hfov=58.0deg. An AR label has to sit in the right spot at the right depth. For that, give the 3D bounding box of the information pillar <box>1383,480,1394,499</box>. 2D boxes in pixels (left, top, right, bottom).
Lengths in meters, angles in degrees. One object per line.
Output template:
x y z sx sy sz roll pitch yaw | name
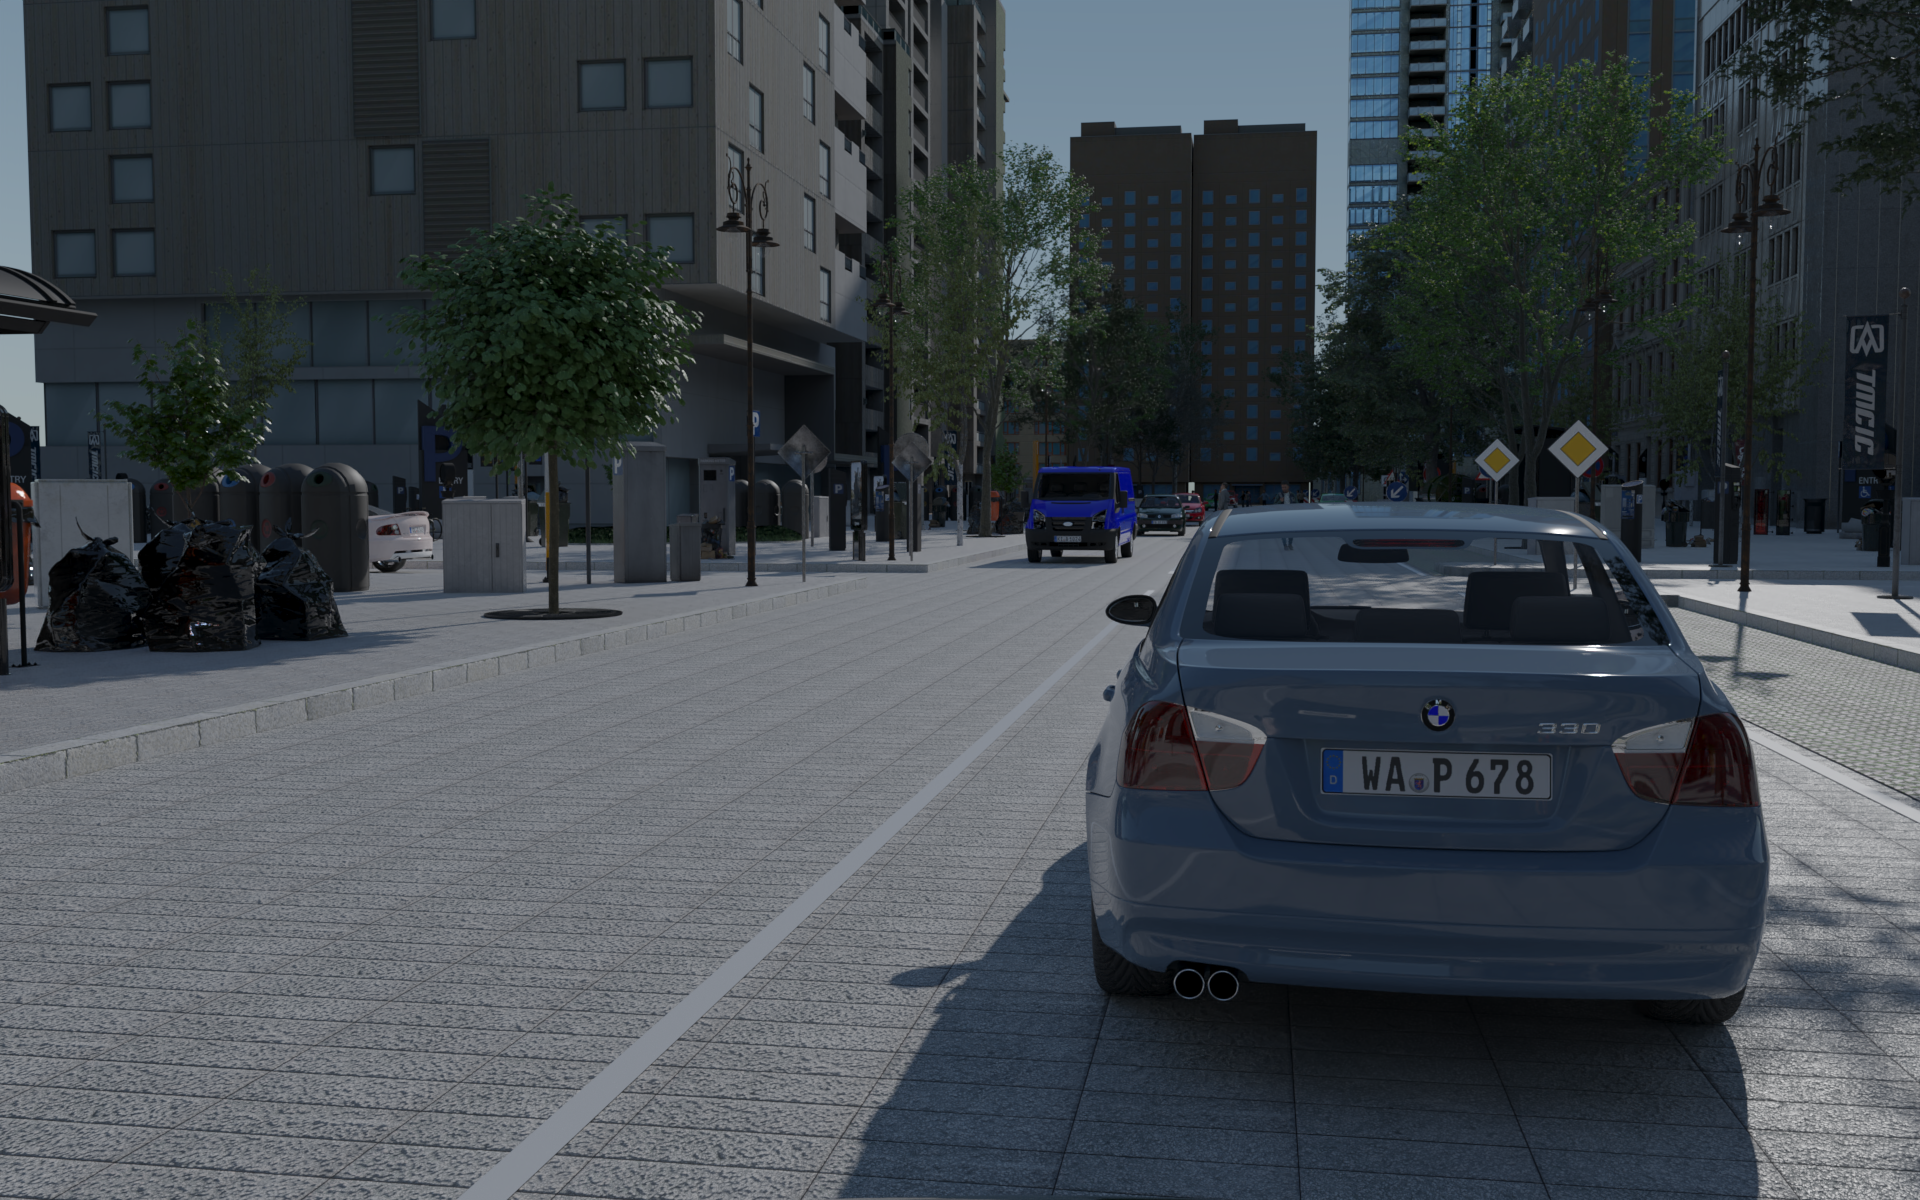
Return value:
22.408 -5.245 90.241 0.304 2.012 0.304 -1 4 -22 | information pillar

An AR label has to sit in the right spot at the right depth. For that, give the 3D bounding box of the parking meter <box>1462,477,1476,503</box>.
17.107 -3.215 58.269 0.399 1.863 0.255 3 4 36 | parking meter

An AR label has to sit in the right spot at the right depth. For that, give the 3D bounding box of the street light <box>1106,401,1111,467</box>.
6.903 -6.631 81.201 0.468 5.910 1.993 1 4 10 | street light

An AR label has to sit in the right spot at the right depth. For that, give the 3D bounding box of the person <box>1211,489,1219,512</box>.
20.303 -7.899 137.670 0.705 1.821 1.348 -1 4 -15 | person

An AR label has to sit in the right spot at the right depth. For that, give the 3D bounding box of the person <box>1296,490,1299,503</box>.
32.559 -9.697 167.053 0.705 1.823 1.348 1 4 9 | person

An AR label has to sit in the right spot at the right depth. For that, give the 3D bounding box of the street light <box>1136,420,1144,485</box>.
10.982 -8.098 105.184 0.468 5.910 1.993 1 4 10 | street light

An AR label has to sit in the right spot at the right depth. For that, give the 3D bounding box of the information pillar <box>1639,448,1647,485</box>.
34.969 -5.953 88.682 0.183 3.616 0.504 -1 4 -18 | information pillar

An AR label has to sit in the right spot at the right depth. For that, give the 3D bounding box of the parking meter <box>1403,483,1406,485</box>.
23.580 -5.313 92.579 0.255 1.863 0.399 -3 4 -36 | parking meter

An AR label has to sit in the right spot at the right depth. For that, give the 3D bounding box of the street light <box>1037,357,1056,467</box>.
2.840 -5.154 57.054 0.468 5.910 1.993 1 4 10 | street light

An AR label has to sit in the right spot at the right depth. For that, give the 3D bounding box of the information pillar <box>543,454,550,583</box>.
-5.954 -2.058 25.003 0.183 3.616 0.504 -1 4 -15 | information pillar

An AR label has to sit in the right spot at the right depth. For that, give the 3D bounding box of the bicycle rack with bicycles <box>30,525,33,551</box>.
-21.046 -1.560 38.888 2.852 0.926 2.925 0 4 -4 | bicycle rack with bicycles

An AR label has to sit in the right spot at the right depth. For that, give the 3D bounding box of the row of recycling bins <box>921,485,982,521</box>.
-0.550 -4.651 83.160 3.534 1.692 1.069 0 4 7 | row of recycling bins

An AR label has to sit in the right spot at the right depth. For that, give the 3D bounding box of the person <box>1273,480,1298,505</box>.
8.299 -2.153 44.046 0.623 1.781 0.721 -1 4 -13 | person

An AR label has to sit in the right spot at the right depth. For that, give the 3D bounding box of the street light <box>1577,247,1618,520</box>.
11.972 -3.662 32.665 0.468 5.910 1.993 1 4 10 | street light

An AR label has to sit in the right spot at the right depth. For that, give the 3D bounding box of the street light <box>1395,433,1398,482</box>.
20.214 -6.572 80.240 0.468 5.910 1.993 1 4 10 | street light

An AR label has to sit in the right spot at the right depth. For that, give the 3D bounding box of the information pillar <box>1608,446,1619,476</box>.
31.698 -5.672 84.091 0.504 3.616 0.183 3 4 37 | information pillar

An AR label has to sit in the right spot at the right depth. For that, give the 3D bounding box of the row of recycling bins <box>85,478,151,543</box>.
-21.391 -2.351 45.549 3.534 1.692 1.069 -1 4 -17 | row of recycling bins

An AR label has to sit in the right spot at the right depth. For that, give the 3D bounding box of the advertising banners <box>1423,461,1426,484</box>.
23.080 -5.329 83.318 2.074 3.025 0.090 -1 4 -17 | advertising banners

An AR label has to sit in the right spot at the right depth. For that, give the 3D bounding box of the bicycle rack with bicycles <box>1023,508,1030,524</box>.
3.151 -3.673 73.434 2.852 0.926 2.925 -2 4 -28 | bicycle rack with bicycles

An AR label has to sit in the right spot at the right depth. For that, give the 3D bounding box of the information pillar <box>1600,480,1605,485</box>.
33.092 -5.175 89.098 0.304 2.012 0.304 0 4 -1 | information pillar

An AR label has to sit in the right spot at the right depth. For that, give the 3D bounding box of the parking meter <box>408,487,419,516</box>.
-18.366 -3.052 58.306 0.372 1.533 0.369 0 3 0 | parking meter

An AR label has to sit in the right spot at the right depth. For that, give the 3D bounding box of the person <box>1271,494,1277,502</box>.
27.593 -8.515 150.983 1.065 1.426 0.557 0 4 -3 | person

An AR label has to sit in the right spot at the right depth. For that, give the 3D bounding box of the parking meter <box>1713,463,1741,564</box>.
14.049 -1.590 31.706 0.255 1.863 0.399 -2 4 -32 | parking meter

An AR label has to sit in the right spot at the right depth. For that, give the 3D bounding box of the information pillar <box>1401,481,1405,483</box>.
24.539 -5.626 96.471 0.304 2.012 0.304 3 5 44 | information pillar

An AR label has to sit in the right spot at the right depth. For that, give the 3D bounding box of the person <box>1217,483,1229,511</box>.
8.593 -2.945 56.839 0.473 1.802 0.592 3 5 43 | person

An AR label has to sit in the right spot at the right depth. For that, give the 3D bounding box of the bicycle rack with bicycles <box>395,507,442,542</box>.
-15.153 -2.015 46.325 2.852 0.926 2.925 3 5 40 | bicycle rack with bicycles

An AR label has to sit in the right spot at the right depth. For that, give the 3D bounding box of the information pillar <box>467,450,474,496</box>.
-16.764 -4.128 58.847 0.504 3.616 0.183 0 4 4 | information pillar

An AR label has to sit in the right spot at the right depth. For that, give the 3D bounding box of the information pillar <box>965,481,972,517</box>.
0.482 -5.702 97.719 0.304 2.012 0.304 -3 5 -42 | information pillar

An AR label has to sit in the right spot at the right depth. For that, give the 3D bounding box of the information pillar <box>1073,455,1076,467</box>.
6.856 -6.864 103.585 0.183 3.616 0.504 1 4 19 | information pillar

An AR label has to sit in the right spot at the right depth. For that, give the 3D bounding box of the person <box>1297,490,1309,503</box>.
30.580 -8.961 155.023 1.348 1.823 0.705 2 4 29 | person

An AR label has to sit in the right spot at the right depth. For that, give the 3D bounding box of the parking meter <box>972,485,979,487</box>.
0.970 -6.188 106.890 0.399 1.863 0.255 2 4 29 | parking meter

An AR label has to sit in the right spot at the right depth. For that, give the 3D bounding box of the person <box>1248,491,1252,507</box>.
26.713 -9.209 159.989 0.530 1.710 0.541 -1 4 -13 | person

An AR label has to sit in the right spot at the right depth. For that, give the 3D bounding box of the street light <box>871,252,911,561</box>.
-1.319 -3.702 33.308 0.468 5.910 1.993 1 4 10 | street light

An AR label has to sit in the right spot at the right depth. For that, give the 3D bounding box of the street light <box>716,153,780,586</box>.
-2.905 -3.130 23.964 0.468 5.910 1.993 1 4 10 | street light

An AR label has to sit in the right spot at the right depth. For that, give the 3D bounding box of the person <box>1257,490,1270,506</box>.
27.644 -9.105 157.359 1.348 1.826 0.705 3 5 42 | person

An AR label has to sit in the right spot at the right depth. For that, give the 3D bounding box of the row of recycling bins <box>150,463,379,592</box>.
-9.425 -1.012 23.666 3.534 1.692 1.069 2 4 31 | row of recycling bins

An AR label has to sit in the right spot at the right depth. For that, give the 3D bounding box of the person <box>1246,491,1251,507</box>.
25.433 -8.785 152.861 0.721 1.735 1.217 2 4 28 | person

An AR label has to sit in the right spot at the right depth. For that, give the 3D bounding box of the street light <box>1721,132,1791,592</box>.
10.325 -3.048 22.616 0.468 5.910 1.993 1 4 10 | street light

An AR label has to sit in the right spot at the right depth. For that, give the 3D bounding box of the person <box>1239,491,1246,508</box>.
24.128 -8.485 148.050 0.721 1.723 1.217 -1 4 -16 | person

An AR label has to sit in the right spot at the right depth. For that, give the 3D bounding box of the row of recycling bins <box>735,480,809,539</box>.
-5.937 -2.631 50.126 3.534 1.692 1.069 2 4 26 | row of recycling bins

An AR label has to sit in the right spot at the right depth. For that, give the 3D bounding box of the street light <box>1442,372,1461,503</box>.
15.994 -5.116 56.435 0.468 5.910 1.993 1 4 10 | street light

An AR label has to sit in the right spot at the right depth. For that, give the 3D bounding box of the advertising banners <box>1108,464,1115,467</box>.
8.397 -6.519 102.773 0.090 3.025 2.074 -3 5 -42 | advertising banners

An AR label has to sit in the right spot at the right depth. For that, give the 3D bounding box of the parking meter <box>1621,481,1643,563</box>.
12.606 -1.474 32.513 0.372 1.533 0.369 0 3 0 | parking meter

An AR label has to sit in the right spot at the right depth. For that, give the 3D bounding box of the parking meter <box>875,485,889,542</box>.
-2.087 -2.338 46.636 0.372 1.533 0.369 0 3 0 | parking meter

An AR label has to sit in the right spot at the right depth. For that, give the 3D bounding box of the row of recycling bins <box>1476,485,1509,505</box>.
22.519 -4.213 76.000 3.534 1.692 1.069 1 4 17 | row of recycling bins

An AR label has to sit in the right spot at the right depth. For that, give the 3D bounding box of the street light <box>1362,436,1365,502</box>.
24.269 -8.035 104.158 0.468 5.910 1.993 1 4 10 | street light

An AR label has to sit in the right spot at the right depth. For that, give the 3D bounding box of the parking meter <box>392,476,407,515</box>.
-17.954 -3.047 55.534 0.399 1.863 0.255 -2 4 -35 | parking meter

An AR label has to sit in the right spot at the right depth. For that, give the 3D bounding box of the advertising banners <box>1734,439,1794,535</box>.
25.192 -3.557 54.344 0.090 3.025 2.074 -2 4 -31 | advertising banners
